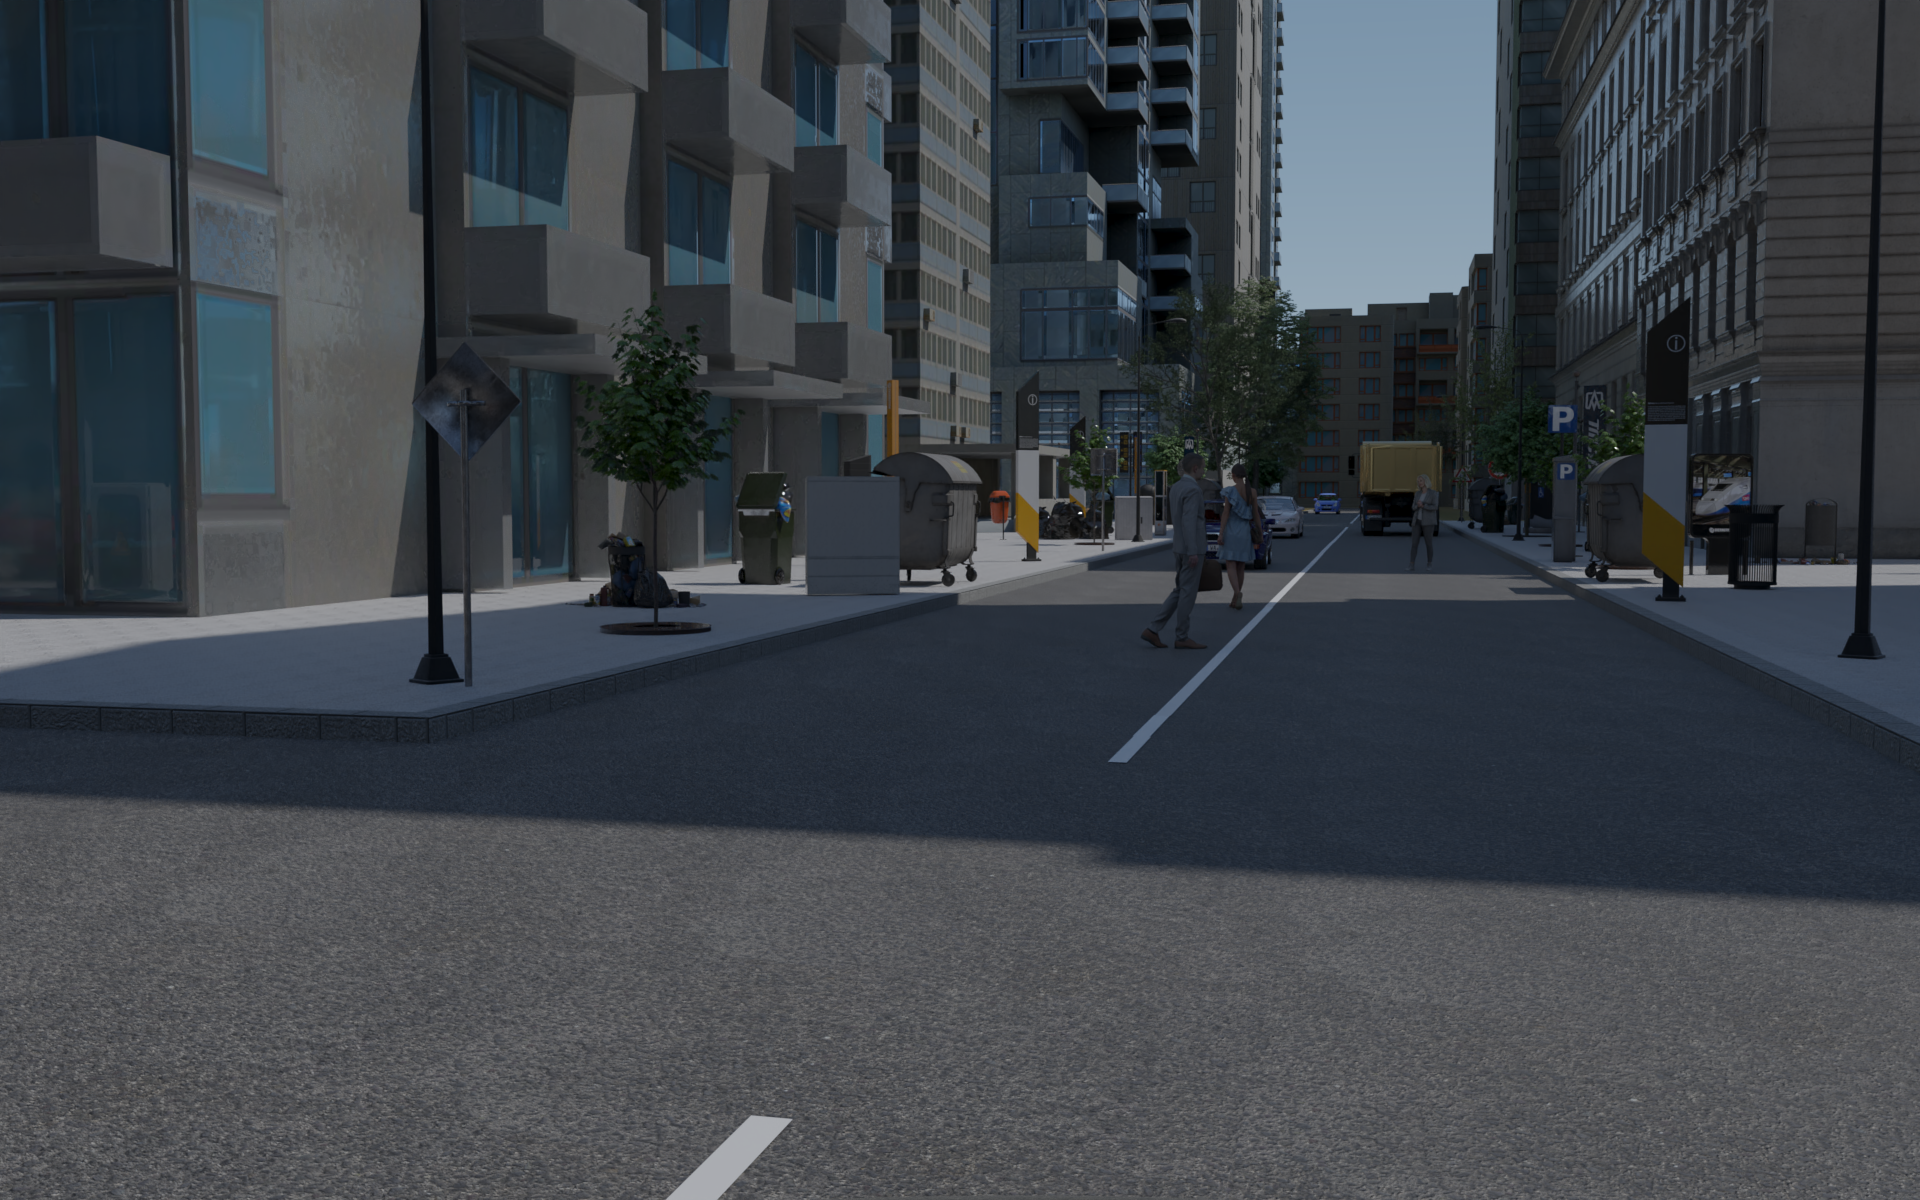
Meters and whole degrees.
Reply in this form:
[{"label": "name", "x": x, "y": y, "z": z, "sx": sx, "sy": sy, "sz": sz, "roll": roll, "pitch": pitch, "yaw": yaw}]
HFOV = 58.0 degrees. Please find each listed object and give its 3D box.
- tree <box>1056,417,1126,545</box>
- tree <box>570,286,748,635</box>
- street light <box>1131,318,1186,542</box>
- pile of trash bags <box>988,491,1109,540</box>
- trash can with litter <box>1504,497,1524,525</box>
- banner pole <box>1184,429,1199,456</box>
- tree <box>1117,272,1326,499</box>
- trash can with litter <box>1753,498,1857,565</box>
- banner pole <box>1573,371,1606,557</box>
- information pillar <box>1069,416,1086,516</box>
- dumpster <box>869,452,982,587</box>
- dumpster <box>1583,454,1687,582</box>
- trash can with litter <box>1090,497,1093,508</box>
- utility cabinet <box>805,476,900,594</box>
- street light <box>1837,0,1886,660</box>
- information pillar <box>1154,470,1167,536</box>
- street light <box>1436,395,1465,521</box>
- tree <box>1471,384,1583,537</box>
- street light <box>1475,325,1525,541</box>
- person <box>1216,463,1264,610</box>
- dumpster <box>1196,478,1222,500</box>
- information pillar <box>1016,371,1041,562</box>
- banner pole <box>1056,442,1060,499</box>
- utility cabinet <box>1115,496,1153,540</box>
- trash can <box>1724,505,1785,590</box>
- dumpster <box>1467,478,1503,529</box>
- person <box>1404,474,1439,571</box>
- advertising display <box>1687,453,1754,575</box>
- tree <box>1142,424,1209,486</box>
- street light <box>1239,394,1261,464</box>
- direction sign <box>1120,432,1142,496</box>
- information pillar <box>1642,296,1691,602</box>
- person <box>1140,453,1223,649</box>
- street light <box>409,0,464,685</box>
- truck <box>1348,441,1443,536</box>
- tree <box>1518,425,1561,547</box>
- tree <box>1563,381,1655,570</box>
[{"label": "tree", "x": 3.404, "y": -3.012, "z": 43.843, "sx": 1.663, "sy": 3.219, "sz": 1.824, "roll": 0, "pitch": 3, "yaw": 0}, {"label": "tree", "x": -2.739, "y": -1.321, "z": 16.202, "sx": 1.663, "sy": 3.219, "sz": 1.824, "roll": 0, "pitch": 3, "yaw": 0}, {"label": "street light", "x": 5.284, "y": -4.494, "z": 46.023, "sx": 1.470, "sy": 5.913, "sz": 1.316, "roll": 1, "pitch": 4, "yaw": 14}, {"label": "pile of trash bags", "x": 2.417, "y": -2.415, "z": 49.231, "sx": 3.447, "sy": 1.369, "sz": 1.912, "roll": -1, "pitch": 4, "yaw": -23}, {"label": "trash can with litter", "x": 22.728, "y": -3.678, "z": 71.518, "sx": 1.055, "sy": 1.170, "sz": 0.624, "roll": -2, "pitch": 4, "yaw": -31}, {"label": "banner pole", "x": 8.888, "y": -4.661, "z": 66.218, "sx": 0.863, "sy": 3.779, "sz": 0.401, "roll": -2, "pitch": 4, "yaw": -30}, {"label": "tree", "x": 10.915, "y": -8.416, "z": 72.018, "sx": 8.767, "sy": 10.594, "sz": 7.601, "roll": 0, "pitch": 4, "yaw": -1}, {"label": "trash can with litter", "x": 15.403, "y": -1.274, "z": 31.892, "sx": 2.233, "sy": 1.210, "sz": 1.678, "roll": 1, "pitch": 4, "yaw": 20}, {"label": "banner pole", "x": 12.710, "y": -2.763, "z": 35.184, "sx": 0.401, "sy": 3.779, "sz": 0.863, "roll": -3, "pitch": 5, "yaw": -45}, {"label": "information pillar", "x": 3.543, "y": -3.709, "z": 51.991, "sx": 0.504, "sy": 3.616, "sz": 0.183, "roll": 1, "pitch": 4, "yaw": 16}, {"label": "dumpster", "x": -0.494, "y": -1.159, "z": 24.709, "sx": 1.264, "sy": 1.857, "sz": 1.865, "roll": 1, "pitch": 4, "yaw": 14}, {"label": "dumpster", "x": 9.985, "y": -1.217, "z": 25.652, "sx": 1.264, "sy": 1.857, "sz": 1.865, "roll": 1, "pitch": 4, "yaw": 13}, {"label": "trash can with litter", "x": 6.390, "y": -4.182, "z": 79.768, "sx": 0.624, "sy": 1.170, "sz": 1.055, "roll": -1, "pitch": 4, "yaw": -22}, {"label": "utility cabinet", "x": -1.369, "y": -0.814, "z": 21.991, "sx": 1.173, "sy": 1.500, "sz": 0.318, "roll": -1, "pitch": 4, "yaw": -10}, {"label": "street light", "x": 6.549, "y": -2.508, "z": 13.543, "sx": 1.470, "sy": 5.913, "sz": 1.316, "roll": 1, "pitch": 4, "yaw": 14}, {"label": "information pillar", "x": 6.187, "y": -2.991, "z": 53.394, "sx": 0.304, "sy": 2.012, "sz": 0.304, "roll": 1, "pitch": 4, "yaw": 23}, {"label": "street light", "x": 23.077, "y": -6.664, "z": 81.496, "sx": 1.470, "sy": 5.913, "sz": 1.316, "roll": 1, "pitch": 4, "yaw": 14}, {"label": "tree", "x": 17.159, "y": -4.178, "z": 52.019, "sx": 4.285, "sy": 4.588, "sz": 4.351, "roll": 0, "pitch": 3, "yaw": 0}, {"label": "street light", "x": 14.822, "y": -4.588, "z": 47.547, "sx": 1.470, "sy": 5.913, "sz": 1.316, "roll": 1, "pitch": 4, "yaw": 14}, {"label": "person", "x": 3.495, "y": -0.791, "z": 21.532, "sx": 0.616, "sy": 1.811, "sz": 0.778, "roll": 0, "pitch": 4, "yaw": -3}, {"label": "dumpster", "x": 8.991, "y": -3.563, "z": 64.014, "sx": 1.264, "sy": 1.857, "sz": 1.865, "roll": 1, "pitch": 4, "yaw": 14}, {"label": "information pillar", "x": 1.291, "y": -2.539, "z": 32.870, "sx": 0.504, "sy": 3.616, "sz": 0.183, "roll": -2, "pitch": 4, "yaw": -31}, {"label": "banner pole", "x": 4.614, "y": -5.726, "z": 83.640, "sx": 0.863, "sy": 3.779, "sz": 0.401, "roll": -3, "pitch": 5, "yaw": -41}, {"label": "utility cabinet", "x": 4.838, "y": -2.267, "z": 48.221, "sx": 1.020, "sy": 1.237, "sz": 0.306, "roll": 0, "pitch": 4, "yaw": -6}, {"label": "trash can", "x": 10.709, "y": -0.718, "z": 23.386, "sx": 0.748, "sy": 1.137, "sz": 0.748, "roll": 0, "pitch": 3, "yaw": 0}, {"label": "dumpster", "x": 19.342, "y": -3.544, "z": 63.695, "sx": 1.264, "sy": 1.857, "sz": 1.865, "roll": 1, "pitch": 4, "yaw": 14}, {"label": "person", "x": 8.656, "y": -1.447, "z": 32.349, "sx": 0.526, "sy": 1.800, "sz": 0.537, "roll": -3, "pitch": 4, "yaw": -37}, {"label": "advertising display", "x": 12.054, "y": -1.361, "z": 27.473, "sx": 0.974, "sy": 1.923, "sz": 0.123, "roll": 0, "pitch": 4, "yaw": 2}, {"label": "tree", "x": 10.127, "y": -5.947, "z": 80.950, "sx": 4.285, "sy": 4.588, "sz": 4.351, "roll": 0, "pitch": 3, "yaw": 0}, {"label": "street light", "x": 13.454, "y": -6.572, "z": 79.992, "sx": 1.470, "sy": 5.913, "sz": 1.316, "roll": 1, "pitch": 4, "yaw": 14}, {"label": "direction sign", "x": 6.202, "y": -4.338, "z": 62.922, "sx": 0.876, "sy": 3.537, "sz": 0.379, "roll": 2, "pitch": 4, "yaw": 30}, {"label": "information pillar", "x": 8.439, "y": -1.793, "z": 20.675, "sx": 0.504, "sy": 3.616, "sz": 0.183, "roll": 1, "pitch": 4, "yaw": 23}, {"label": "person", "x": 2.118, "y": -0.454, "z": 16.038, "sx": 0.853, "sy": 1.813, "sz": 0.709, "roll": -1, "pitch": 4, "yaw": -15}, {"label": "street light", "x": -3.047, "y": -2.383, "z": 11.506, "sx": 1.470, "sy": 5.913, "sz": 1.316, "roll": 1, "pitch": 4, "yaw": 14}, {"label": "truck", "x": 15.771, "y": -4.068, "z": 62.438, "sx": 3.469, "sy": 3.379, "sz": 9.791, "roll": 1, "pitch": 4, "yaw": 12}, {"label": "tree", "x": 14.745, "y": -2.908, "z": 42.148, "sx": 1.663, "sy": 3.219, "sz": 1.824, "roll": 0, "pitch": 3, "yaw": 0}, {"label": "tree", "x": 11.502, "y": -2.152, "z": 29.791, "sx": 1.663, "sy": 3.219, "sz": 1.824, "roll": 0, "pitch": 3, "yaw": 0}]
